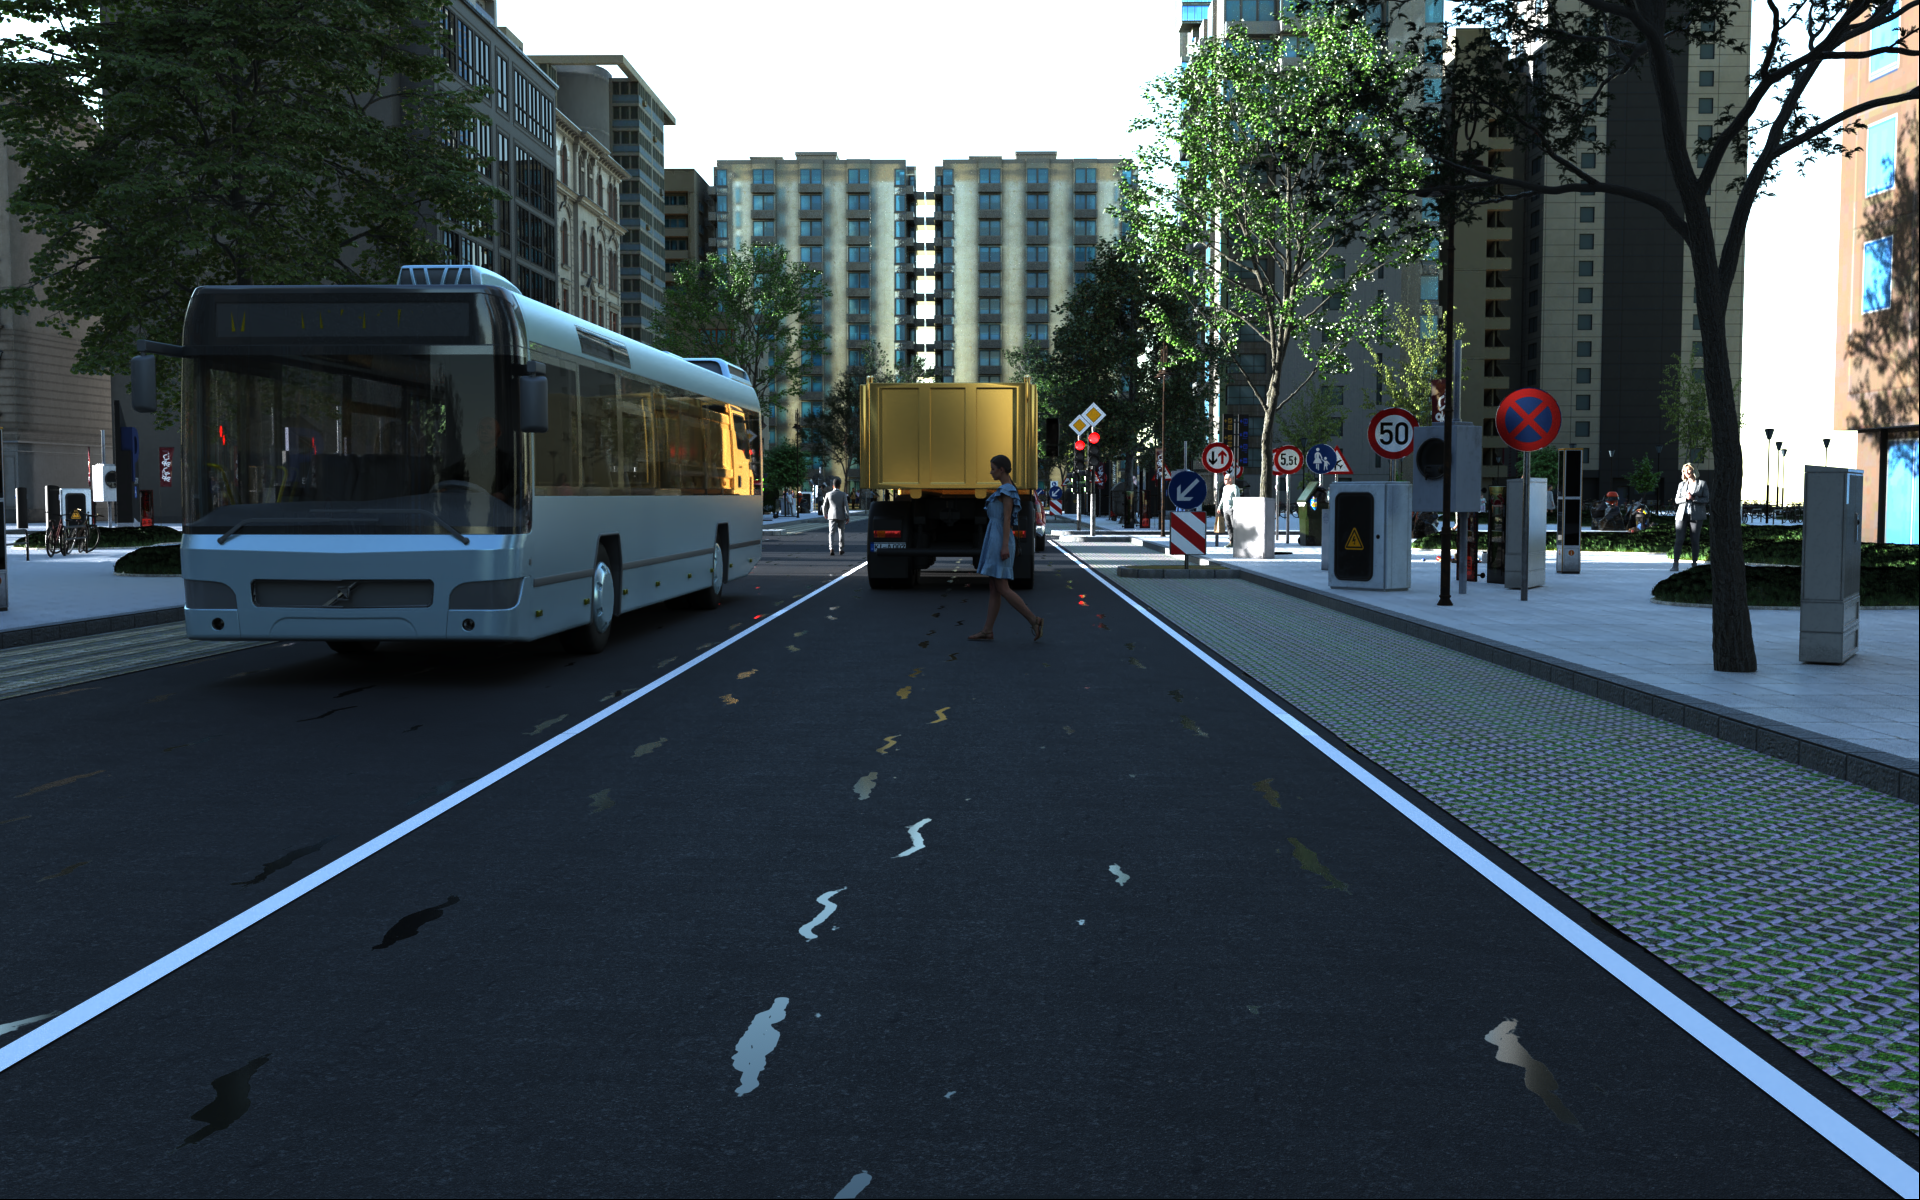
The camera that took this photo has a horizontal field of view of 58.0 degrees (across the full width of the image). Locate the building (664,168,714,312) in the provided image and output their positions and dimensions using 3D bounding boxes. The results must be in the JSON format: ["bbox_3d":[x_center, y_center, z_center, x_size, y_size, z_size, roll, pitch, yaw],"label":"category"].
[{"bbox_3d":[-46.101,-37.997,244.951,21.600,48.544,21.300,0,4,1],"label":"building"}]

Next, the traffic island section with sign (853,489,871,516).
[{"bbox_3d":[-6.109,-6.405,113.346,1.989,1.847,2.006,0,4,1],"label":"traffic island section with sign"}]

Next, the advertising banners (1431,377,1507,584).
[{"bbox_3d":[7.484,-1.789,25.438,0.090,3.025,2.074,-1,4,-18],"label":"advertising banners"}]

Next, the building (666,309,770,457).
[{"bbox_3d":[-36.453,-20.780,184.784,28.899,21.520,27.650,0,4,1],"label":"building"}]

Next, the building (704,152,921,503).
[{"bbox_3d":[-20.070,-38.249,244.984,30.456,49.044,23.786,0,4,1],"label":"building"}]

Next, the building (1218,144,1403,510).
[{"bbox_3d":[28.689,-22.897,146.067,14.160,30.474,14.107,0,4,1],"label":"building"}]

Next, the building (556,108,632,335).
[{"bbox_3d":[-30.026,-19.751,110.319,14.401,28.519,23.554,0,4,1],"label":"building"}]

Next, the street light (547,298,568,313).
[{"bbox_3d":[-9.493,-4.176,41.064,0.468,5.910,1.993,0,4,1],"label":"street light"}]

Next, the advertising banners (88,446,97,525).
[{"bbox_3d":[-32.231,-4.167,64.313,0.090,3.025,2.074,-1,4,-21],"label":"advertising banners"}]

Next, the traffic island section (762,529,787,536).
[{"bbox_3d":[-7.225,-2.379,61.182,2.009,0.180,2.903,0,4,1],"label":"traffic island section"}]

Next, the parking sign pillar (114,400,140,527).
[{"bbox_3d":[-24.268,-3.793,50.487,1.447,3.967,1.447,-1,4,-16],"label":"parking sign pillar"}]

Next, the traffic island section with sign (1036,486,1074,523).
[{"bbox_3d":[4.593,-4.708,85.606,1.989,1.847,2.006,0,4,1],"label":"traffic island section with sign"}]

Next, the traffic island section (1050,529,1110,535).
[{"bbox_3d":[4.215,-2.368,61.004,2.009,0.180,2.903,0,4,1],"label":"traffic island section"}]

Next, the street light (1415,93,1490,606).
[{"bbox_3d":[5.591,-2.875,19.789,0.468,5.910,1.993,0,4,1],"label":"street light"}]

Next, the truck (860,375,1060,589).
[{"bbox_3d":[0.029,-2.070,29.771,3.469,3.379,9.791,0,4,2],"label":"truck"}]

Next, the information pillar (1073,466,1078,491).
[{"bbox_3d":[7.601,-7.449,113.142,0.504,3.616,0.183,1,4,17],"label":"information pillar"}]

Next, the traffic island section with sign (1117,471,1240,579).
[{"bbox_3d":[3.760,-1.314,30.113,1.989,1.847,2.006,0,4,1],"label":"traffic island section with sign"}]

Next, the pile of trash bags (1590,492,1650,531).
[{"bbox_3d":[23.478,-3.183,61.792,1.912,1.369,3.447,1,4,11],"label":"pile of trash bags"}]

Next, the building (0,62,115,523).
[{"bbox_3d":[-49.939,-14.114,79.912,18.267,20.994,9.793,0,4,1],"label":"building"}]

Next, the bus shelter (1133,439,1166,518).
[{"bbox_3d":[10.640,-7.152,94.563,2.179,5.291,8.768,0,4,1],"label":"bus shelter"}]

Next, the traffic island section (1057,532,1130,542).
[{"bbox_3d":[4.093,-1.880,53.019,2.009,0.180,2.903,0,4,1],"label":"traffic island section"}]

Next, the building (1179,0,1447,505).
[{"bbox_3d":[33.157,-33.521,167.675,23.786,49.044,30.456,0,4,1],"label":"building"}]

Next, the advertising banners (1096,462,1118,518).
[{"bbox_3d":[8.344,-5.970,93.793,2.074,3.025,0.090,0,4,-6],"label":"advertising banners"}]

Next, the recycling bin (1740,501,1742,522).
[{"bbox_3d":[27.575,-3.028,62.059,0.722,1.027,0.722,2,4,34],"label":"recycling bin"}]

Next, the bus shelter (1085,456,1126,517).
[{"bbox_3d":[8.260,-7.500,100.250,2.179,5.291,8.768,0,4,1],"label":"bus shelter"}]

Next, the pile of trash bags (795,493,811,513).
[{"bbox_3d":[-10.910,-6.507,116.135,1.912,1.369,3.447,0,4,-1],"label":"pile of trash bags"}]

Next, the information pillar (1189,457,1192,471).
[{"bbox_3d":[10.747,-5.470,80.785,0.183,3.616,0.504,1,4,10],"label":"information pillar"}]

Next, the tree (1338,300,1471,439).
[{"bbox_3d":[17.240,-7.003,64.869,4.737,8.622,4.395,0,3,0],"label":"tree"}]

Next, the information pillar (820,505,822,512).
[{"bbox_3d":[-10.190,-7.484,126.847,0.304,2.012,0.304,1,4,9],"label":"information pillar"}]

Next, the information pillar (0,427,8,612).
[{"bbox_3d":[-10.621,-0.878,18.849,0.304,2.012,0.304,0,4,6],"label":"information pillar"}]

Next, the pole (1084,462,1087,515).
[{"bbox_3d":[7.679,-6.820,105.345,0.158,3.312,0.155,0,3,0],"label":"pole"}]

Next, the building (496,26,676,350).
[{"bbox_3d":[-38.540,-27.913,148.266,32.217,40.220,23.993,0,4,1],"label":"building"}]

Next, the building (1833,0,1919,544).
[{"bbox_3d":[26.420,-23.267,30.532,14.600,45.320,14.200,0,4,1],"label":"building"}]

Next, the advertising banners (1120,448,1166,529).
[{"bbox_3d":[6.909,-4.199,64.847,2.074,3.025,0.090,-2,4,-33],"label":"advertising banners"}]

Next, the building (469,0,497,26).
[{"bbox_3d":[-64.952,-39.484,187.566,28.212,58.520,21.231,0,4,1],"label":"building"}]

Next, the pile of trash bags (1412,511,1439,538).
[{"bbox_3d":[13.041,-2.526,51.060,1.912,1.369,3.447,0,4,6],"label":"pile of trash bags"}]

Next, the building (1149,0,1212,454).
[{"bbox_3d":[41.834,-56.835,241.918,31.000,86.520,22.319,0,4,1],"label":"building"}]

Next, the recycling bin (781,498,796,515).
[{"bbox_3d":[-10.674,-5.825,107.788,0.722,1.027,0.722,2,4,24],"label":"recycling bin"}]

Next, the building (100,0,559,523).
[{"bbox_3d":[-29.730,-17.926,86.595,14.314,27.812,24.014,0,4,1],"label":"building"}]

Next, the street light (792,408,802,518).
[{"bbox_3d":[-8.760,-7.380,93.453,0.468,5.910,1.993,0,4,1],"label":"street light"}]

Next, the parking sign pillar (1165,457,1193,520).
[{"bbox_3d":[10.987,-6.010,86.743,1.447,3.967,1.447,0,4,-6],"label":"parking sign pillar"}]

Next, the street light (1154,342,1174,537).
[{"bbox_3d":[6.099,-4.836,51.864,0.468,5.910,1.993,0,4,1],"label":"street light"}]

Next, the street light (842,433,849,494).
[{"bbox_3d":[-8.231,-9.316,125.105,0.468,5.910,1.993,0,4,1],"label":"street light"}]

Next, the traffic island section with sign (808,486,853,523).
[{"bbox_3d":[-6.522,-4.756,86.394,1.989,1.847,2.006,0,4,1],"label":"traffic island section with sign"}]

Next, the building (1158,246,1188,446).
[{"bbox_3d":[28.668,-25.628,190.717,14.160,30.474,14.107,0,4,1],"label":"building"}]

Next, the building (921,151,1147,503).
[{"bbox_3d":[10.536,-38.223,244.555,30.456,49.044,23.786,0,4,1],"label":"building"}]

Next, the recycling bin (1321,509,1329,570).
[{"bbox_3d":[6.548,-1.009,29.051,0.722,1.027,0.722,-1,4,-19],"label":"recycling bin"}]

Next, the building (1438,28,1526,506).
[{"bbox_3d":[48.436,-34.376,185.744,21.600,48.544,21.300,0,4,1],"label":"building"}]

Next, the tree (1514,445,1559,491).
[{"bbox_3d":[35.324,-7.417,104.985,4.285,4.588,4.351,0,3,0],"label":"tree"}]

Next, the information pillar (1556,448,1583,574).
[{"bbox_3d":[9.829,-1.434,27.932,0.304,2.012,0.304,0,4,2],"label":"information pillar"}]

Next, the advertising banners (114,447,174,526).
[{"bbox_3d":[-30.150,-4.151,64.052,2.074,3.025,0.090,-2,4,-27],"label":"advertising banners"}]

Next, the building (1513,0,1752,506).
[{"bbox_3d":[69.547,-45.688,185.254,20.611,71.187,20.563,0,4,1],"label":"building"}]
